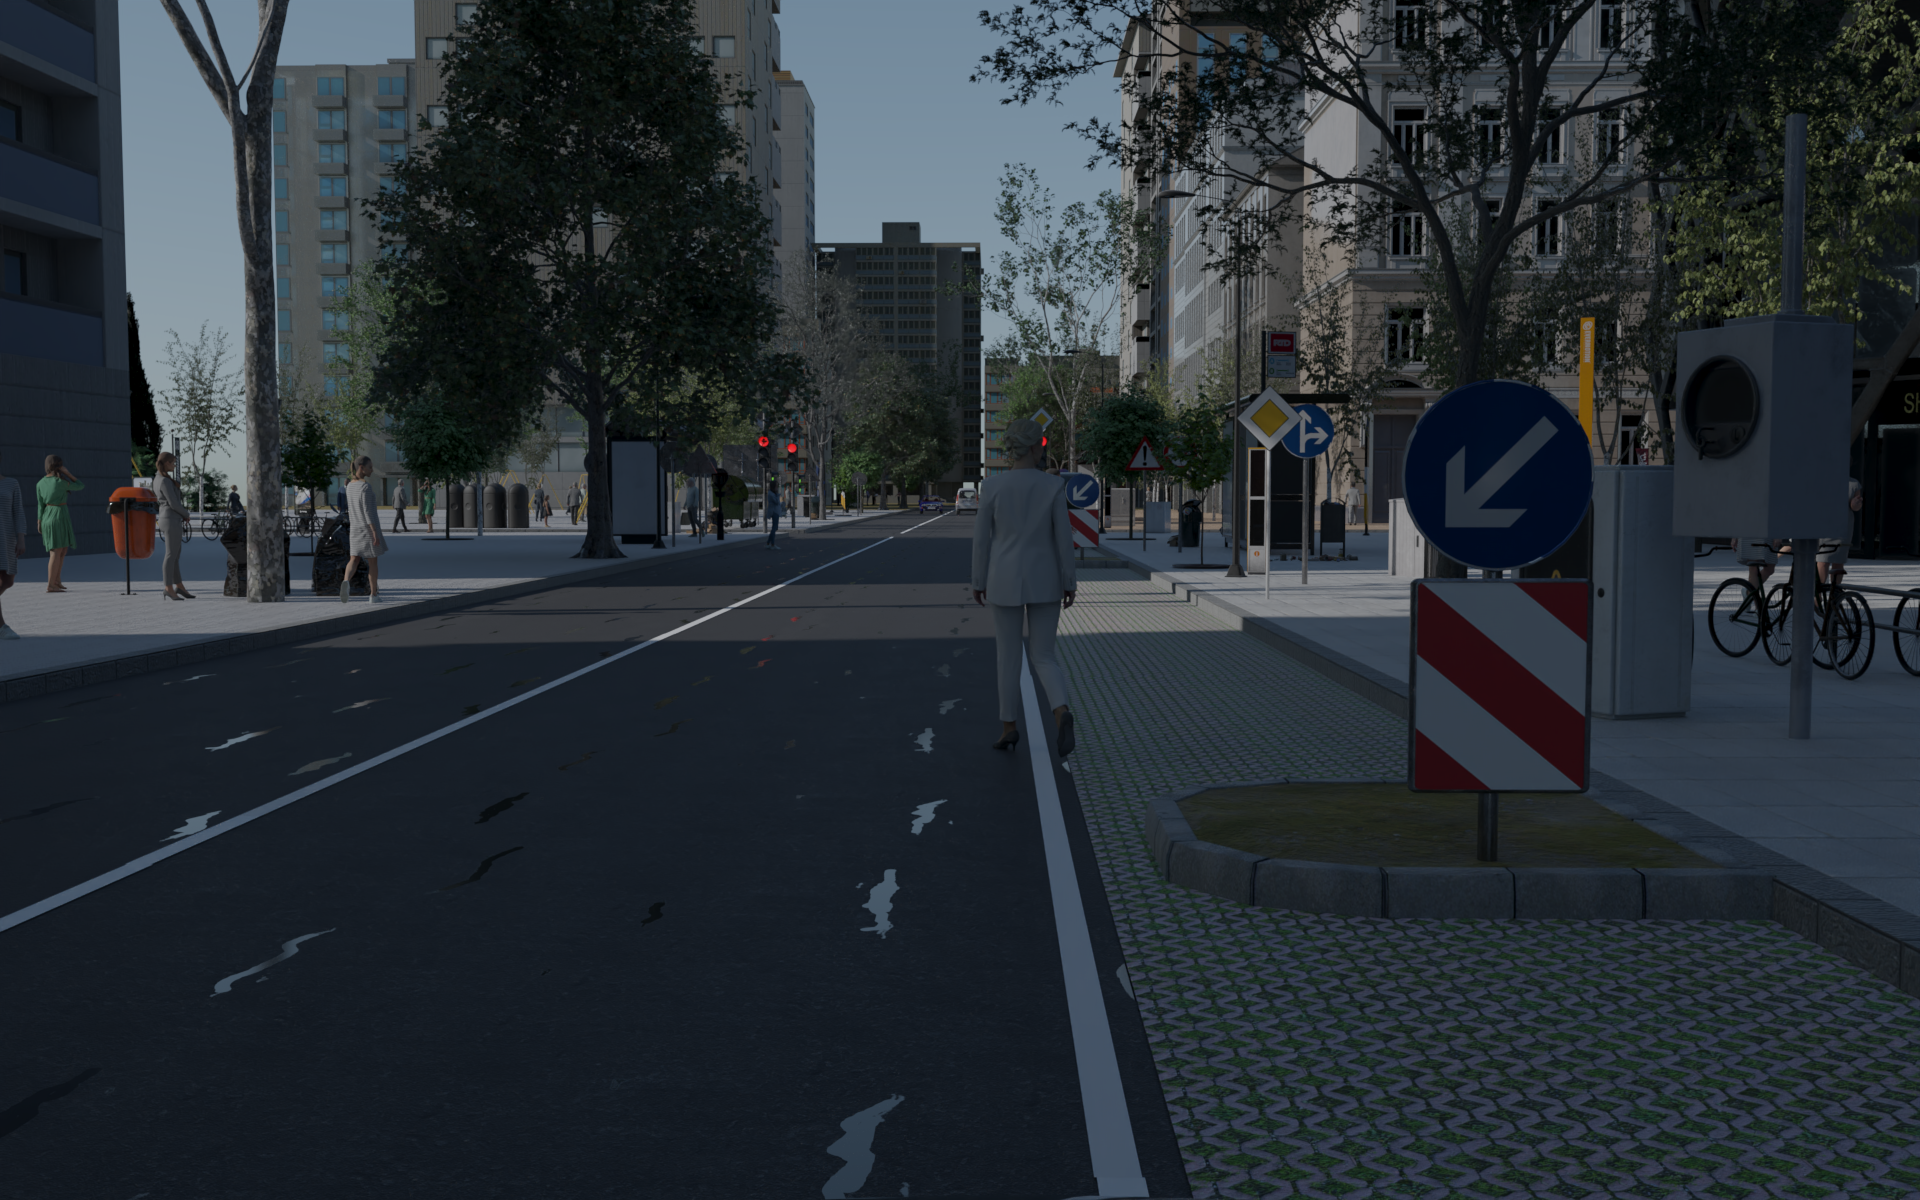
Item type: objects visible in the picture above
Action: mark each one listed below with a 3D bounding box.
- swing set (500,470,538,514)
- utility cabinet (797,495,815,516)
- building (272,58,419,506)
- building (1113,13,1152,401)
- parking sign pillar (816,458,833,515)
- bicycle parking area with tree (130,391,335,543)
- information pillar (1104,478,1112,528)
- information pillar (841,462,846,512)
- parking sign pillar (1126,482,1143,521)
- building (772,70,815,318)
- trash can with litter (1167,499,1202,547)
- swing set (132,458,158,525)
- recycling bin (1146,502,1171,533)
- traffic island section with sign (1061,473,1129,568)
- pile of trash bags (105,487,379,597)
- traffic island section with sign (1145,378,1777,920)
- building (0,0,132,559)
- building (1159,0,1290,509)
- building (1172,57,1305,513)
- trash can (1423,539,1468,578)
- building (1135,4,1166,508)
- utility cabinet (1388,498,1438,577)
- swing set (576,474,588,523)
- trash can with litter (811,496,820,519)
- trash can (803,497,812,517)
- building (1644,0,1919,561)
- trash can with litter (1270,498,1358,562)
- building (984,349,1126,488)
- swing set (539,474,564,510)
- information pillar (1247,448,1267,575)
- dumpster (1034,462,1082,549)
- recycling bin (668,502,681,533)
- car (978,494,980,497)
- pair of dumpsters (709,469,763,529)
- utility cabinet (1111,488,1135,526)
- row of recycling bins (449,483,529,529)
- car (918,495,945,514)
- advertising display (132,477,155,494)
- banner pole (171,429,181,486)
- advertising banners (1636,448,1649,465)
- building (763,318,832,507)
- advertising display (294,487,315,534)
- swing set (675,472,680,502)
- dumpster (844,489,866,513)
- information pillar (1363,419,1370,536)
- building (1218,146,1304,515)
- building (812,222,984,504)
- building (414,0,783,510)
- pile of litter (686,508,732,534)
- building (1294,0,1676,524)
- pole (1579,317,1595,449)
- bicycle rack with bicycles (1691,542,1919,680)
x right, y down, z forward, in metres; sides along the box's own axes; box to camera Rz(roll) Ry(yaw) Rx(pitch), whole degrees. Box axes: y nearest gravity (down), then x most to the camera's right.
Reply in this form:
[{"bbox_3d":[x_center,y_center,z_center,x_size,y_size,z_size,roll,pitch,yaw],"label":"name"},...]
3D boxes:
[{"bbox_3d":[-29.122,-7.001,112.083,2.862,2.851,3.119,-1,4,-9],"label":"swing set"},{"bbox_3d":[-9.166,-5.627,103.165,1.020,1.237,0.306,0,4,8],"label":"utility cabinet"},{"bbox_3d":[-59.555,-35.112,193.689,30.456,49.044,23.786,0,4,1],"label":"building"},{"bbox_3d":[31.877,-36.682,188.991,28.713,52.752,27.495,0,4,1],"label":"building"},{"bbox_3d":[-8.562,-7.239,106.833,1.447,3.967,1.447,-1,4,-10],"label":"parking sign pillar"},{"bbox_3d":[-21.877,-3.852,49.986,9.016,4.147,8.231,3,5,40],"label":"bicycle parking area with tree"},{"bbox_3d":[5.533,-3.725,65.398,0.304,2.012,0.304,-1,4,-15],"label":"information pillar"},{"bbox_3d":[-8.544,-8.316,127.319,0.183,3.616,0.504,-3,5,-39],"label":"information pillar"},{"bbox_3d":[8.087,-5.722,82.029,1.447,3.967,1.447,0,4,4],"label":"parking sign pillar"},{"bbox_3d":[-34.741,-42.967,244.510,28.212,58.520,21.231,0,4,1],"label":"building"},{"bbox_3d":[5.401,-1.872,41.996,0.624,1.170,1.055,-2,4,-31],"label":"trash can with litter"},{"bbox_3d":[-32.574,-4.268,67.406,2.862,2.851,3.119,-2,4,-32],"label":"swing set"},{"bbox_3d":[6.490,-2.714,56.926,0.722,1.027,0.722,2,4,25],"label":"recycling bin"},{"bbox_3d":[2.268,-1.558,34.098,1.989,1.847,2.006,0,4,1],"label":"traffic island section with sign"},{"bbox_3d":[-9.200,-0.771,22.361,3.447,1.369,1.912,0,4,-6],"label":"pile of trash bags"},{"bbox_3d":[1.760,0.115,6.745,1.989,1.847,2.006,0,4,1],"label":"traffic island section with sign"},{"bbox_3d":[-32.472,-30.004,32.565,28.212,58.520,21.231,0,4,1],"label":"building"},{"bbox_3d":[24.734,-30.447,147.920,14.600,45.320,14.200,0,4,1],"label":"building"},{"bbox_3d":[22.285,-21.200,124.107,11.434,29.767,29.804,0,4,1],"label":"building"},{"bbox_3d":[6.877,-0.786,24.504,0.748,1.137,0.748,0,3,0],"label":"trash can"},{"bbox_3d":[27.076,-44.419,164.504,20.563,71.187,20.611,0,4,1],"label":"building"},{"bbox_3d":[7.106,-0.967,26.968,0.306,1.237,1.020,-2,4,-25],"label":"utility cabinet"},{"bbox_3d":[-15.086,-4.681,74.160,2.862,2.851,3.119,-1,4,-14],"label":"swing set"},{"bbox_3d":[-7.419,-4.767,89.319,0.624,1.170,1.055,0,4,3],"label":"trash can with litter"},{"bbox_3d":[-8.300,-5.104,95.103,0.748,1.137,0.748,0,3,0],"label":"trash can"},{"bbox_3d":[24.142,-10.330,36.354,16.820,18.784,16.811,0,4,1],"label":"building"},{"bbox_3d":[6.804,-1.371,33.469,2.233,1.210,1.678,-1,4,-18],"label":"trash can with litter"},{"bbox_3d":[17.975,-24.562,246.625,28.899,21.520,27.650,0,4,1],"label":"building"},{"bbox_3d":[-33.110,-8.598,138.204,2.862,2.851,3.119,-1,4,-13],"label":"swing set"},{"bbox_3d":[4.753,-1.412,27.581,0.304,2.012,0.304,1,4,17],"label":"information pillar"},{"bbox_3d":[2.202,-2.444,44.911,1.985,2.255,1.502,0,4,1],"label":"dumpster"},{"bbox_3d":[-9.600,-2.706,56.790,0.722,1.027,0.722,1,4,9],"label":"recycling bin"},{"bbox_3d":[1.864,-9.571,168.492,2.014,1.417,4.499,0,4,2],"label":"car"},{"bbox_3d":[-8.527,-3.878,65.894,1.574,2.255,4.437,0,4,1],"label":"pair of dumpsters"},{"bbox_3d":[6.322,-3.654,68.423,1.173,1.500,0.318,0,4,-3],"label":"utility cabinet"},{"bbox_3d":[-17.819,-3.556,65.247,3.534,1.692,1.069,1,4,19],"label":"row of recycling bins"},{"bbox_3d":[-2.098,-6.997,126.973,1.945,1.354,3.894,0,4,-1],"label":"car"},{"bbox_3d":[-30.588,-3.653,64.939,0.974,1.923,0.123,1,4,19],"label":"advertising display"},{"bbox_3d":[-30.223,-4.696,66.794,0.401,3.779,0.863,0,4,-1],"label":"banner pole"},{"bbox_3d":[26.616,-4.255,65.754,2.074,3.025,0.090,0,4,-5],"label":"advertising banners"},{"bbox_3d":[-29.921,-21.216,191.917,28.899,21.520,27.650,0,4,1],"label":"building"},{"bbox_3d":[-21.118,-3.093,55.779,0.974,1.923,0.123,3,4,36],"label":"advertising display"},{"bbox_3d":[-20.962,-7.801,125.166,3.119,2.851,2.862,2,4,27],"label":"swing set"},{"bbox_3d":[-7.209,-7.076,118.180,1.502,2.255,1.985,0,4,1],"label":"dumpster"},{"bbox_3d":[12.536,-3.793,53.377,0.183,3.616,0.504,1,4,20],"label":"information pillar"},{"bbox_3d":[20.932,-15.351,100.143,9.793,20.994,18.267,0,4,1],"label":"building"},{"bbox_3d":[-8.541,-34.147,250.176,23.993,40.220,32.217,0,4,1],"label":"building"},{"bbox_3d":[-30.453,-34.499,153.305,28.713,52.752,27.495,0,4,1],"label":"building"},{"bbox_3d":[-8.171,-2.585,56.237,1.176,0.858,1.719,-3,5,-39],"label":"pile of litter"},{"bbox_3d":[26.691,-18.012,80.403,20.117,28.700,13.634,0,4,1],"label":"building"},{"bbox_3d":[7.273,-1.609,20.159,0.158,3.312,0.155,0,3,0],"label":"pole"},{"bbox_3d":[5.803,0.058,12.428,2.852,0.926,2.925,0,4,6],"label":"bicycle rack with bicycles"}]
